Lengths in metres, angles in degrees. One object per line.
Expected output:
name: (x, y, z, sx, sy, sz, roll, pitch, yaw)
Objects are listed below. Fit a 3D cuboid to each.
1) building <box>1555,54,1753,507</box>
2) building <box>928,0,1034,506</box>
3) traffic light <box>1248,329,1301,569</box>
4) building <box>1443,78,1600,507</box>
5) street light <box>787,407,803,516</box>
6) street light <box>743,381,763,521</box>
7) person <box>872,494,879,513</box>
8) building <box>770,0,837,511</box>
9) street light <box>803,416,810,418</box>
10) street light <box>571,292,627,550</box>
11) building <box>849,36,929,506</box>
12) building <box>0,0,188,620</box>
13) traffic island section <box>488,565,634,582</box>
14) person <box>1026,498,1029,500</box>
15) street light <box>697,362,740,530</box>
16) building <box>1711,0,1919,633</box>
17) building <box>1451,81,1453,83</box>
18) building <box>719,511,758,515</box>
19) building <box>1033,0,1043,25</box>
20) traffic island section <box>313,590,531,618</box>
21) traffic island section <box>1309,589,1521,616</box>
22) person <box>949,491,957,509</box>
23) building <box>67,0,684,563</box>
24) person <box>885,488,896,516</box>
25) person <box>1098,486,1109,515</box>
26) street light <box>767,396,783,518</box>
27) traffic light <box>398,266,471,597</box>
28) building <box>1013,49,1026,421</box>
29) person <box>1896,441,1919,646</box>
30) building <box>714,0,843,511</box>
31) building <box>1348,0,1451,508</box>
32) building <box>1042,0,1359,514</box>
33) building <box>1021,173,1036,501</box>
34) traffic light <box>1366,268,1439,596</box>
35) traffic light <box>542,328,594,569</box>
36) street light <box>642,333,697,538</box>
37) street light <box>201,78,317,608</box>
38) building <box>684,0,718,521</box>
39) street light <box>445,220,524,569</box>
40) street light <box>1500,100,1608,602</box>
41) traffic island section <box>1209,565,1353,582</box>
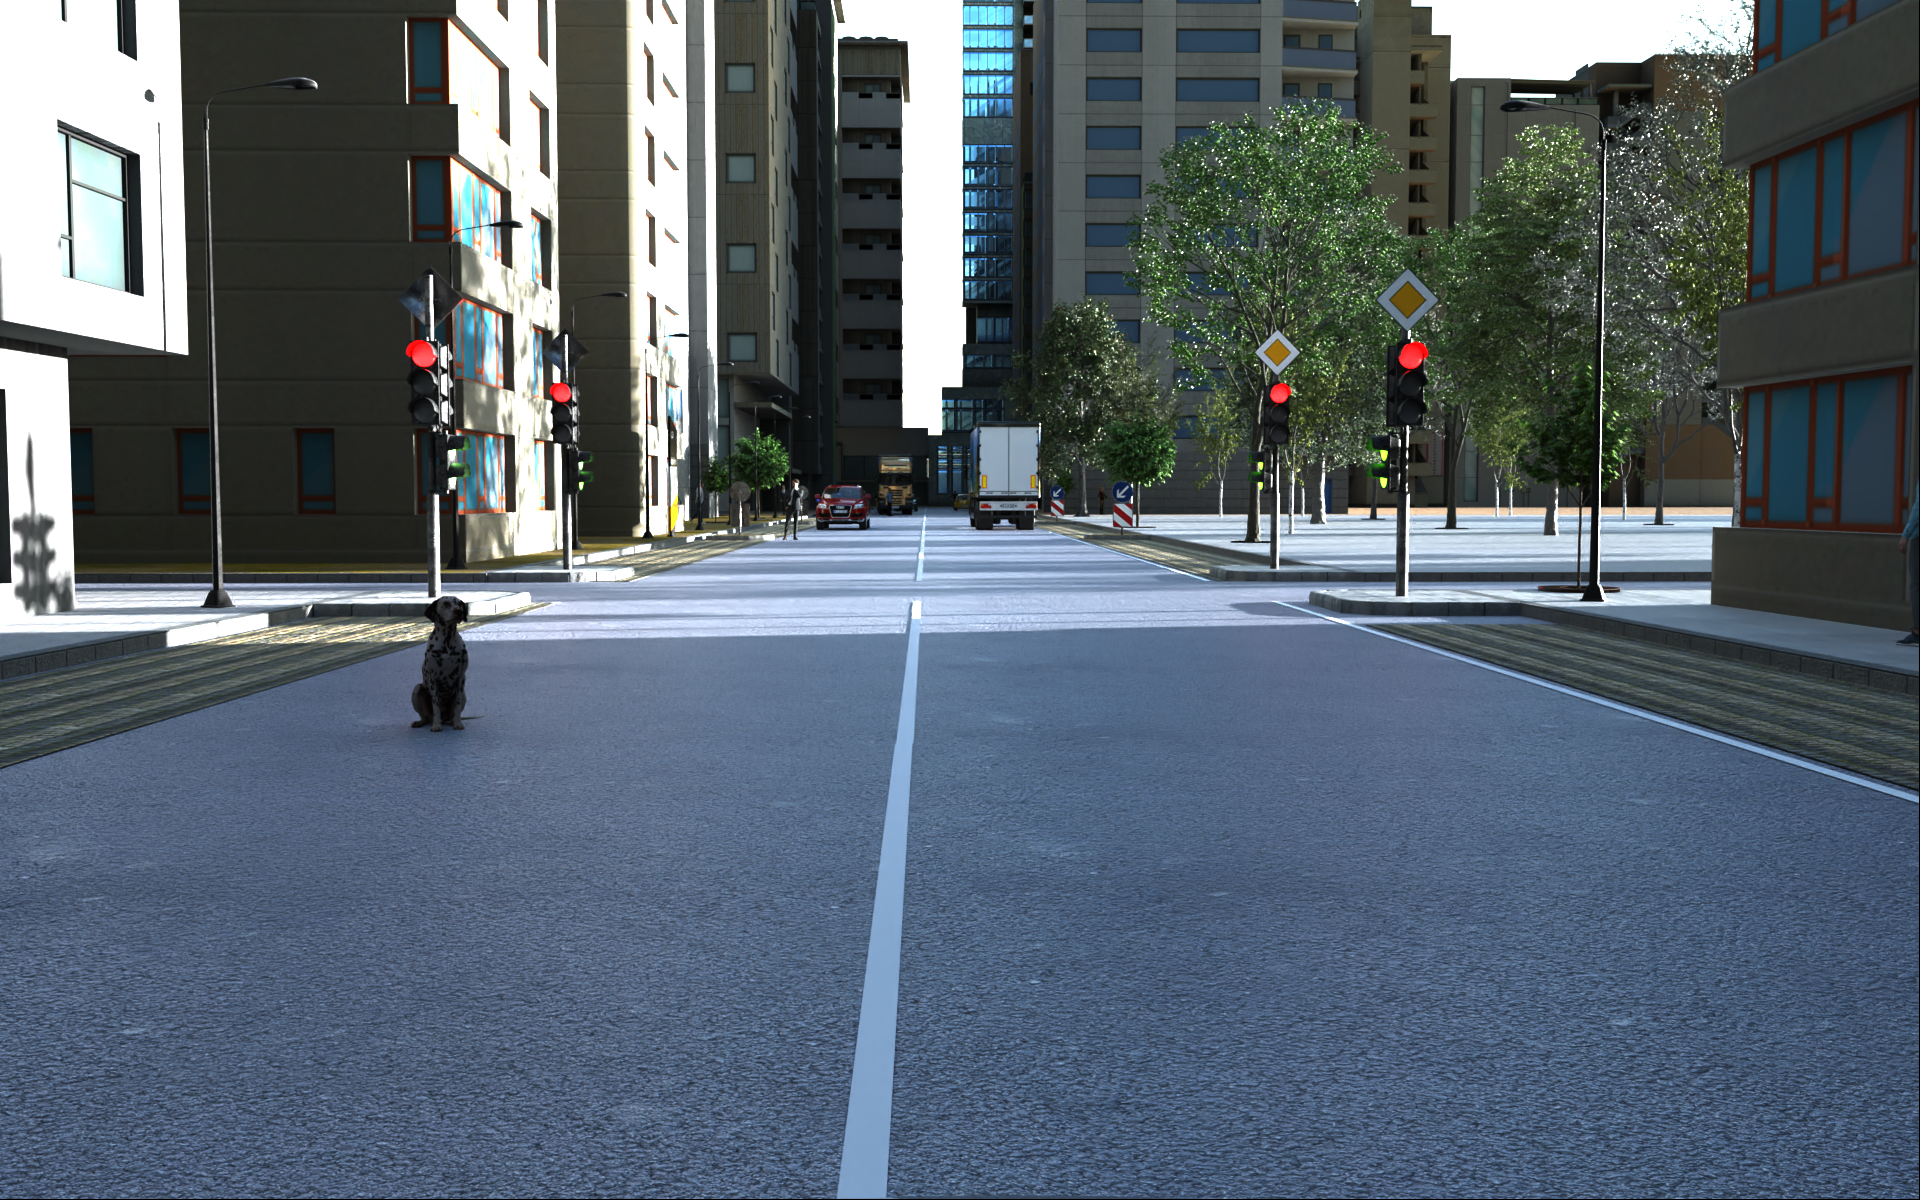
building: (69.042, -32.059, 174.268, 14.200, 45.320, 14.600, 0, 4, -1)
building: (11.857, -54.118, 197.499, 31.000, 86.520, 22.319, 0, 4, -1)
traffic light: (5.386, -2.492, 29.657, 0.839, 4.253, 0.868, 0, 4, -1)
building: (54.338, -29.987, 173.889, 14.086, 41.232, 14.154, 0, 4, -1)
street light: (-9.353, -7.346, 92.656, 1.470, 5.913, 1.316, 0, 4, -1)
street light: (-8.967, -6.056, 71.554, 1.470, 5.913, 1.316, 0, 4, -1)
person: (-6.143, -7.564, 132.265, 1.348, 1.812, 0.705, 3, 4, 37)
building: (-17.364, -27.842, 138.814, 14.154, 41.232, 14.086, 0, 4, -1)
street light: (-9.573, -7.971, 102.863, 1.470, 5.913, 1.316, 0, 4, -1)
street light: (-8.354, -4.120, 39.906, 1.470, 5.913, 1.316, 0, 4, -1)
building: (-17.452, -37.446, 201.486, 27.495, 52.752, 28.713, 0, 4, -1)
building: (-15.687, -14.877, 14.941, 14.107, 30.474, 14.160, 0, 4, -1)
traffic island section: (-6.713, -0.444, 29.546, 2.009, 0.180, 2.903, 0, 4, -1)
person: (5.444, -8.249, 140.902, 0.705, 1.826, 1.348, -2, 4, -33)
street light: (-8.677, -5.419, 61.144, 1.470, 5.913, 1.316, 0, 4, -1)
building: (22.830, -9.804, 5.333, 27.650, 21.520, 28.899, 0, 4, -1)
building: (43.001, -35.503, 200.076, 30.456, 49.044, 23.786, 0, 4, -1)
building: (-25.237, -32.313, 117.557, 28.713, 52.752, 27.495, 0, 4, -1)
building: (13.348, -30.193, 143.763, 14.600, 45.320, 14.200, 0, 4, -1)
traffic island section: (-6.561, 0.044, 21.562, 2.009, 0.180, 2.903, 0, 4, -1)
traffic island section: (5.579, 0.030, 21.789, 2.009, 0.180, 2.903, 0, 4, -1)
person: (-0.491, -9.749, 168.409, 1.217, 1.766, 0.721, 0, 4, -3)
building: (-23.266, -12.270, 45.661, 27.650, 21.520, 28.899, 0, 4, -1)
person: (-4.561, -6.373, 112.682, 0.705, 1.826, 1.348, 2, 4, 28)
person: (8.904, -6.194, 107.835, 0.721, 1.766, 1.217, 2, 4, 34)
street light: (-9.104, -6.680, 81.763, 1.470, 5.913, 1.316, 0, 4, -1)
traffic light: (-6.520, -1.988, 21.429, 0.839, 4.253, 0.868, 0, 4, -1)
building: (12.502, -31.936, 172.263, 14.600, 45.320, 14.200, 0, 4, -1)
person: (8.141, -0.518, 14.379, 0.638, 1.841, 0.748, -1, 4, -14)
building: (-25.262, -35.222, 165.125, 27.495, 52.752, 28.713, 0, 4, -1)
building: (36.266, -33.445, 170.527, 21.600, 48.544, 21.300, 0, 4, -1)
building: (16.331, -35.470, 121.929, 21.231, 58.520, 28.212, 0, 4, -1)
building: (12.463, -23.647, 158.329, 14.160, 30.474, 14.107, 0, 4, -1)
traffic light: (5.538, -2.003, 21.674, 0.839, 4.253, 0.868, 0, 4, -1)
traffic light: (-6.673, -2.477, 29.412, 0.839, 4.253, 0.868, 0, 4, -1)
street light: (-8.521, -4.745, 50.115, 1.470, 5.913, 1.316, 0, 4, -1)
street light: (-7.874, -2.871, 19.476, 1.470, 5.913, 1.316, 0, 4, -1)
building: (-23.763, -32.967, 81.016, 21.231, 58.520, 28.212, 0, 4, -1)
street light: (-8.101, -3.486, 29.538, 1.470, 5.913, 1.316, 0, 4, -1)
street light: (7.071, -2.941, 20.622, 1.470, 5.913, 1.316, 0, 4, -1)
traffic island section: (5.426, -0.458, 29.772, 2.009, 0.180, 2.903, 0, 4, -1)
